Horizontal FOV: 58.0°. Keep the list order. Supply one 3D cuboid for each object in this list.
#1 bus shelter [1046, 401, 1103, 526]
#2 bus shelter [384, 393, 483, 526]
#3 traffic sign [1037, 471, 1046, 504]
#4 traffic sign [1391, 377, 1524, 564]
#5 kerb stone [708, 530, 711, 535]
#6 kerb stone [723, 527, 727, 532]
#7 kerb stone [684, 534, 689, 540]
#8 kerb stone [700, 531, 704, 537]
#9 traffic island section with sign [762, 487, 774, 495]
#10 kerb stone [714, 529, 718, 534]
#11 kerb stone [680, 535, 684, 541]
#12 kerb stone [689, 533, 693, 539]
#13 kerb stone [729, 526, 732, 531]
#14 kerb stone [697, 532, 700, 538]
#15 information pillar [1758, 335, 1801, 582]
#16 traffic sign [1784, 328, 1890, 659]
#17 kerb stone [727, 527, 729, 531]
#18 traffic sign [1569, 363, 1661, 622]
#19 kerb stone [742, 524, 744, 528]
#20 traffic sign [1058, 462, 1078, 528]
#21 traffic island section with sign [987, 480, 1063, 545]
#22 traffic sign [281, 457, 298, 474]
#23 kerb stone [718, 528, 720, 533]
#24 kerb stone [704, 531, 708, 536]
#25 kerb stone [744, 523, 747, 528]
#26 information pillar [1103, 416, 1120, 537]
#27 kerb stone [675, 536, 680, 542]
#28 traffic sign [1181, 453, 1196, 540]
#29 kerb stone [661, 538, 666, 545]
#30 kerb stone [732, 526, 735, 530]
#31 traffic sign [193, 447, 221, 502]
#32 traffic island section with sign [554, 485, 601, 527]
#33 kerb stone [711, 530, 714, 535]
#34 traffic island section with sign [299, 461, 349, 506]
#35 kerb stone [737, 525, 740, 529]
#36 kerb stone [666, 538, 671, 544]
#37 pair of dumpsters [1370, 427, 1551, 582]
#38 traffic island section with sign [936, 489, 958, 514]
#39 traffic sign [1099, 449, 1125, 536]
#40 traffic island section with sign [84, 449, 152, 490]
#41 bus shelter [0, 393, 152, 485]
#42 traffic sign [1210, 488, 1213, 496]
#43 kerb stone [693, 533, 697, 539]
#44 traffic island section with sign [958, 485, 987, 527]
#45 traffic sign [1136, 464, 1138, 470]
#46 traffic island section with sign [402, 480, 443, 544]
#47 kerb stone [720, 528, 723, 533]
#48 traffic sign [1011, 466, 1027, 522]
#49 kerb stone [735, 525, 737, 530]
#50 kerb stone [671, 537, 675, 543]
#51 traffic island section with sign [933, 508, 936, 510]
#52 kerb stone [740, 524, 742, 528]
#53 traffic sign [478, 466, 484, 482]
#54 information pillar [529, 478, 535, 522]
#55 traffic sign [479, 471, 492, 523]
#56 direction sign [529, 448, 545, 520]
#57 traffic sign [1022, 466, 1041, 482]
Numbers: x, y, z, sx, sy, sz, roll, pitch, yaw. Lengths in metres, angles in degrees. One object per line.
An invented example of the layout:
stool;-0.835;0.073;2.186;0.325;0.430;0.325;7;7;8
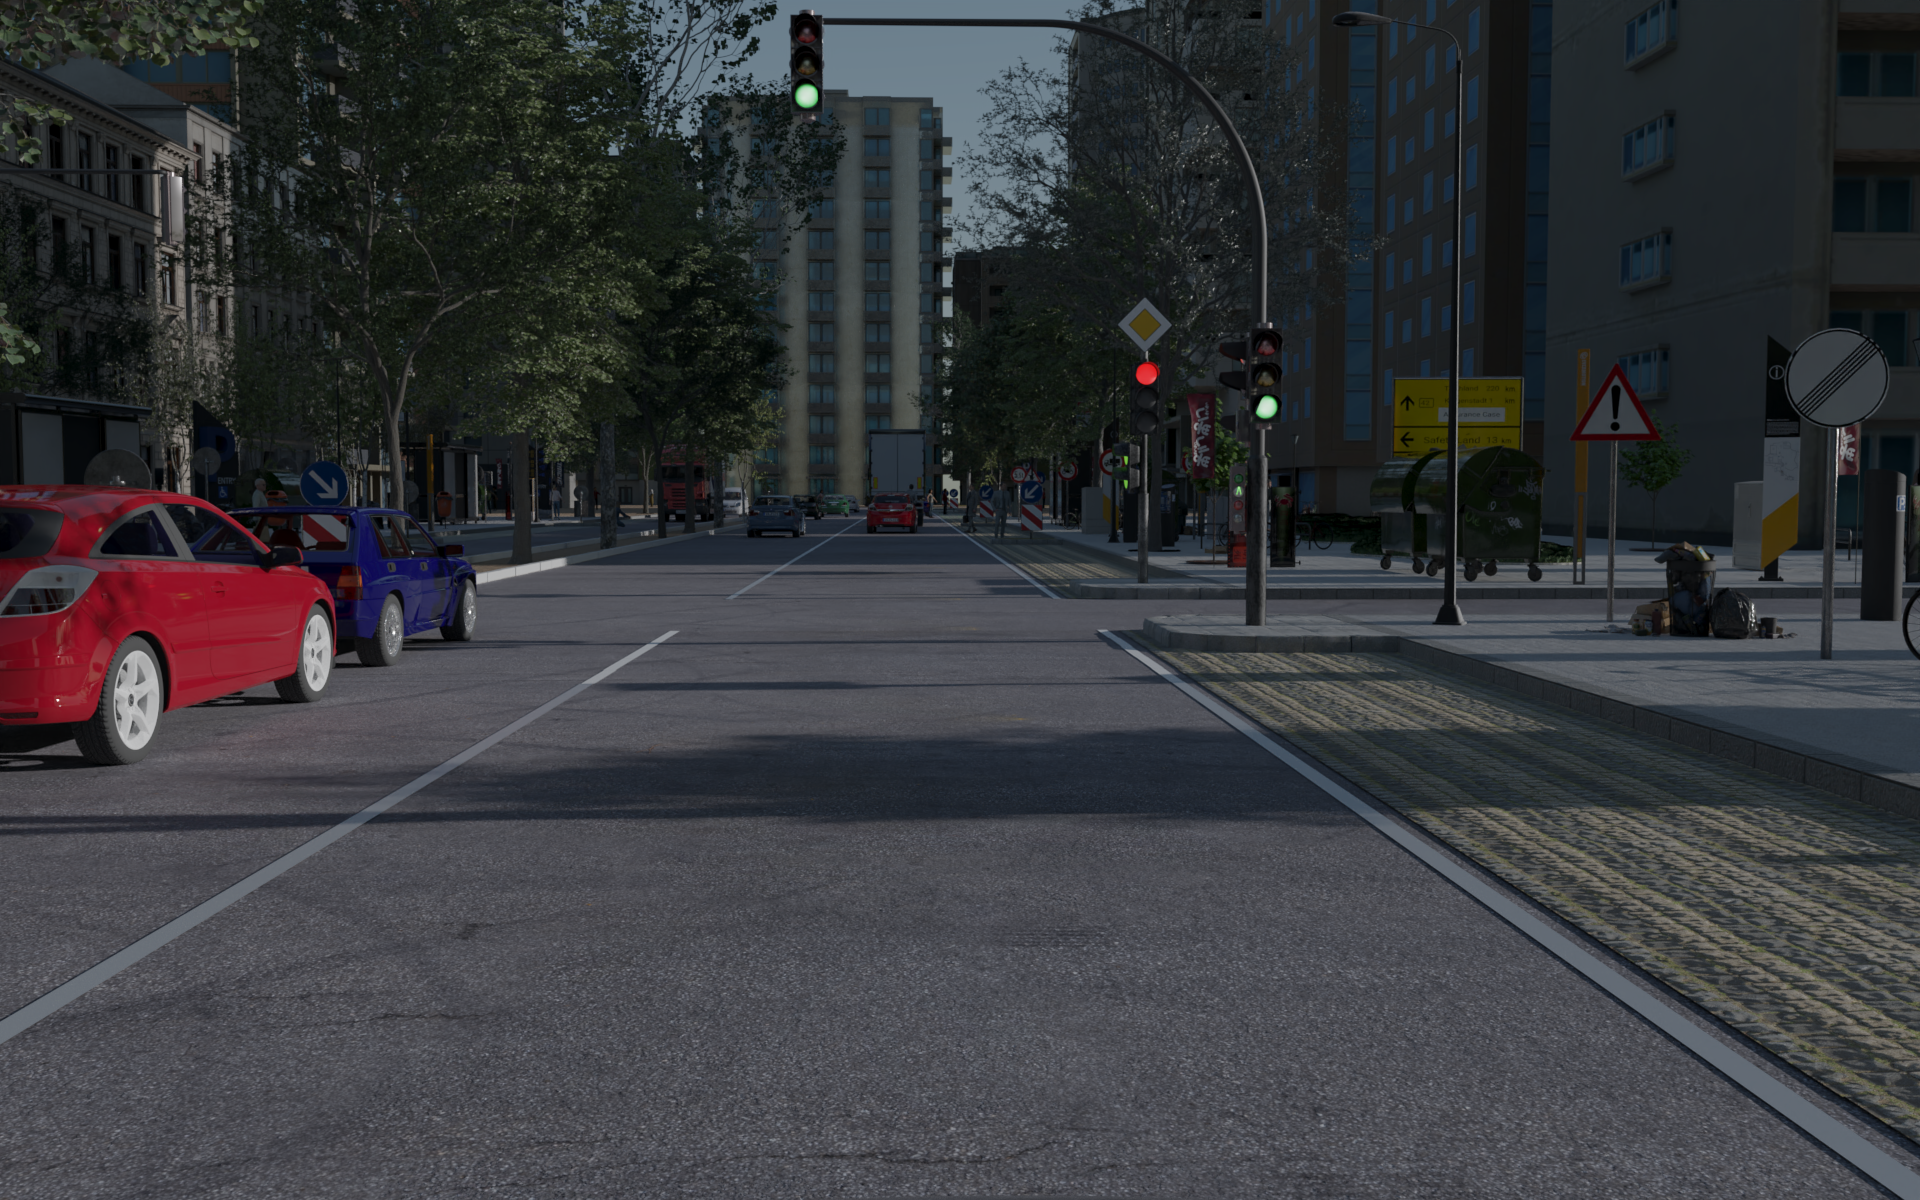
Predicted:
bus shelter;4.706;-5.773;72.024;2.179;5.291;8.768;0;4;-2
bus shelter;-21.728;-5.721;71.164;2.179;5.291;8.768;0;4;-2
traffic sign;4.407;-5.921;96.911;0.768;2.556;0.104;0;4;1
traffic sign;8.609;-2.215;30.082;2.265;3.308;0.079;0;4;1
kerb stone;-8.759;-2.282;59.504;0.120;0.150;1.000;0;4;-2
kerb stone;-8.918;-2.596;64.637;0.120;0.150;1.000;0;4;-2
kerb stone;-8.567;-1.906;53.372;0.120;0.150;1.000;0;4;-2
kerb stone;-8.692;-2.155;57.460;0.120;0.150;1.000;0;4;-2
traffic island section with sign;-11.069;-5.579;99.354;2.006;1.907;1.989;0;4;-2
kerb stone;-8.824;-2.408;61.560;0.120;0.150;1.000;0;4;-2
kerb stone;-8.532;-1.844;52.342;0.120;0.150;1.000;0;4;-2
kerb stone;-8.593;-1.967;54.394;0.120;0.150;1.000;0;4;-2
kerb stone;-8.983;-2.718;66.687;0.120;0.150;1.000;0;4;-2
kerb stone;-8.665;-2.093;56.438;0.120;0.150;1.000;0;4;-2
information pillar;12.030;-2.082;25.390;0.504;3.616;0.183;2;4;26
traffic sign;6.736;-0.813;13.392;0.768;2.556;0.104;0;4;6
kerb stone;-8.949;-2.659;65.665;0.120;0.150;1.000;0;4;-2
traffic sign;6.531;-1.060;17.330;0.884;2.594;0.081;0;4;5
kerb stone;-9.157;-3.035;71.818;0.120;0.150;1.000;0;4;-2
traffic sign;4.066;-4.002;65.536;0.768;2.556;0.104;0;4;1
traffic island section with sign;1.882;-2.502;49.537;1.989;1.847;2.006;0;4;-2
traffic sign;-23.331;-3.668;60.070;0.768;2.556;0.104;0;4;4
kerb stone;-8.861;-2.470;62.582;0.120;0.150;1.000;0;4;-2
kerb stone;-8.727;-2.219;58.481;0.120;0.150;1.000;0;4;-2
kerb stone;-9.185;-3.098;72.848;0.120;0.150;1.000;0;4;-2
information pillar;4.546;-3.708;51.977;0.504;3.616;0.183;0;4;6
kerb stone;-8.500;-1.779;51.320;0.120;0.150;1.000;0;4;-2
traffic sign;6.587;-2.969;48.642;0.768;2.556;0.104;0;4;-1
kerb stone;-8.401;-1.593;48.248;0.120;0.150;1.000;0;4;-2
kerb stone;-9.022;-2.784;67.717;0.120;0.150;1.000;0;4;-2
traffic sign;-20.402;-2.863;46.919;0.768;2.556;0.104;0;4;1
traffic island section with sign;-16.808;-4.160;76.651;1.989;1.847;2.006;0;4;-2
kerb stone;-8.800;-2.345;60.528;0.120;0.150;1.000;0;4;-2
traffic island section with sign;-8.680;-0.986;24.253;2.006;1.907;1.989;0;4;-2
kerb stone;-9.089;-2.909;69.762;0.120;0.150;1.000;0;4;-2
kerb stone;-8.435;-1.656;49.277;0.120;0.150;1.000;0;4;-2
pair of dumpsters;7.822;-1.518;27.321;1.574;2.255;4.437;0;4;-2
traffic island section with sign;-0.575;-7.246;127.098;1.989;1.847;2.006;0;4;-2
traffic sign;4.257;-2.960;48.497;0.768;2.556;0.104;0;4;0
traffic island section with sign;-8.455;-0.533;16.850;2.006;1.907;1.989;0;4;-2
bus shelter;-20.325;-3.641;37.160;2.179;5.291;8.768;0;4;-2
traffic sign;7.687;-3.231;52.926;0.768;2.556;0.104;0;4;1
kerb stone;-8.632;-2.032;55.416;0.120;0.150;1.000;0;4;-2
traffic island section with sign;1.028;-4.150;76.479;1.989;1.847;2.006;0;4;-2
traffic sign;6.692;-4.174;68.353;0.768;2.556;0.104;0;4;5
traffic island section with sign;-15.959;-2.512;49.692;1.989;1.847;2.006;0;4;-2
kerb stone;-8.897;-2.533;63.613;0.120;0.150;1.000;0;4;-2
traffic sign;2.721;-4.884;79.956;0.768;2.556;0.104;0;4;3
kerb stone;-9.055;-2.846;68.739;0.120;0.150;1.000;0;4;-2
kerb stone;-8.470;-1.719;50.298;0.120;0.150;1.000;0;4;-2
traffic island section with sign;-1.428;-8.894;154.040;1.989;1.847;2.006;0;4;-2
kerb stone;-9.116;-2.972;70.791;0.120;0.150;1.000;0;4;-2
traffic sign;-21.211;-4.626;75.747;0.768;2.556;0.104;0;4;1
information pillar;-19.997;-4.657;80.637;0.304;2.012;0.304;0;4;-3
traffic sign;-21.255;-4.614;77.576;0.606;2.300;0.079;0;4;5
direction sign;-20.873;-5.714;85.424;0.876;3.537;0.379;0;4;6
traffic sign;3.234;-4.802;78.508;0.884;2.594;0.081;0;4;6
